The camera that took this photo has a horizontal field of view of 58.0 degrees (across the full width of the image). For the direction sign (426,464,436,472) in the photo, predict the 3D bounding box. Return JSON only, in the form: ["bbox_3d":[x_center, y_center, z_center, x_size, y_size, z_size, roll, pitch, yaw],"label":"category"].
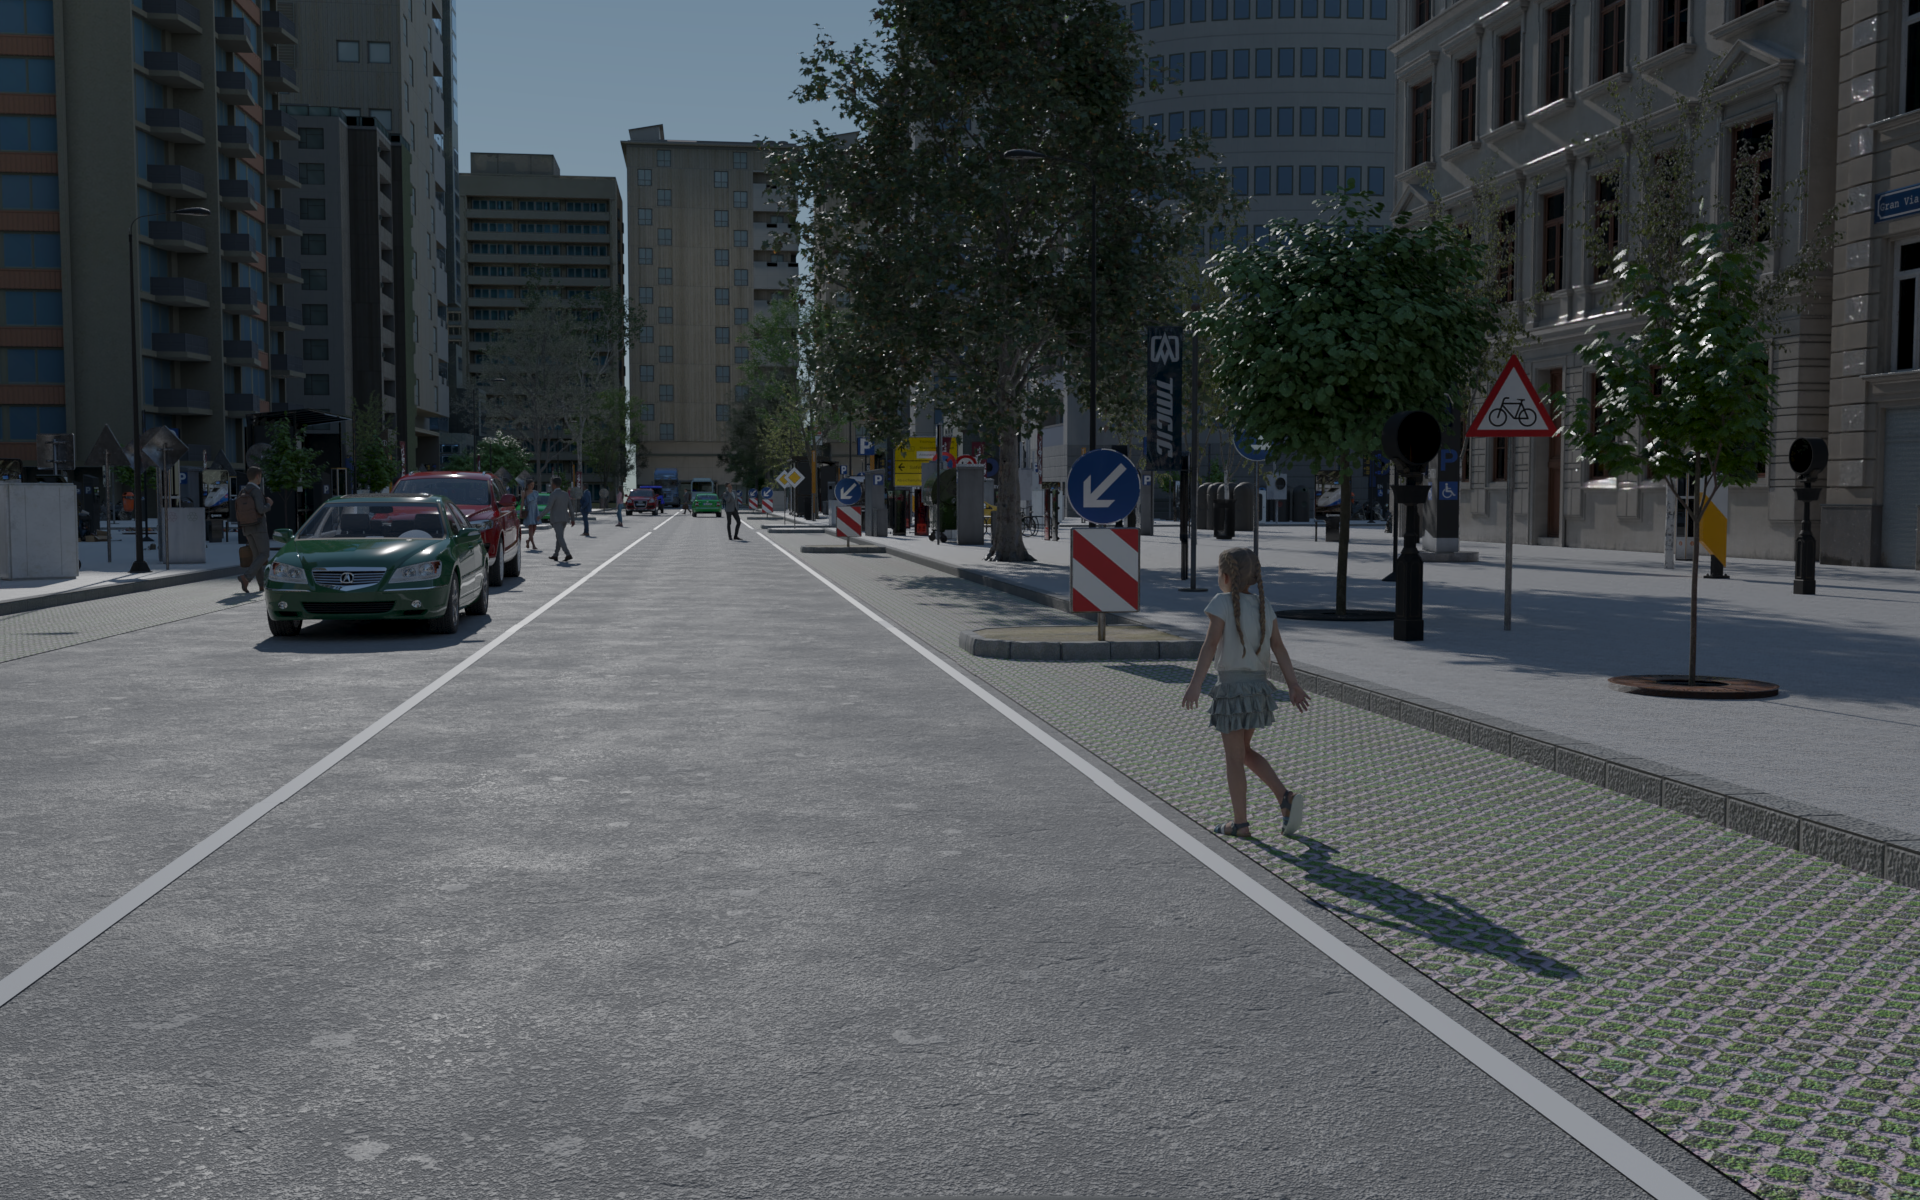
[{"bbox_3d":[-39.296,-8.366,128.774,0.379,3.537,0.876,3,4,38],"label":"direction sign"}]

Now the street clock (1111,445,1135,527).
[{"bbox_3d":[2.352,-1.287,25.608,0.358,2.002,0.471,1,4,8],"label":"street clock"}]

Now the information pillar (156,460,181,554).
[{"bbox_3d":[-15.258,-1.768,33.406,0.304,2.012,0.304,1,4,15],"label":"information pillar"}]

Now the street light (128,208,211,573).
[{"bbox_3d":[-12.852,-3.403,28.177,1.470,5.913,1.316,-1,4,-8],"label":"street light"}]

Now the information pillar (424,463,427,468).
[{"bbox_3d":[-40.602,-8.561,131.334,0.504,3.616,0.183,2,4,26],"label":"information pillar"}]

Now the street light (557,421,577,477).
[{"bbox_3d":[-25.016,-8.419,110.197,1.470,5.913,1.316,-1,4,-8],"label":"street light"}]

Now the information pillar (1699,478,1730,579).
[{"bbox_3d":[11.422,-2.130,26.181,0.504,3.616,0.183,-1,4,-21],"label":"information pillar"}]

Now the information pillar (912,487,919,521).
[{"bbox_3d":[-2.163,-5.641,83.581,0.504,3.616,0.183,-3,4,-38],"label":"information pillar"}]

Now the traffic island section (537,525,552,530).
[{"bbox_3d":[-17.681,-2.943,70.396,2.009,0.180,2.903,-1,4,-8],"label":"traffic island section"}]

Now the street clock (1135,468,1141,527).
[{"bbox_3d":[4.755,-2.654,47.961,0.471,2.002,0.358,3,5,45],"label":"street clock"}]

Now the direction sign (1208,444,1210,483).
[{"bbox_3d":[11.251,-5.274,78.219,0.379,3.537,0.876,0,4,4],"label":"direction sign"}]

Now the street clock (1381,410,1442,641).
[{"bbox_3d":[3.931,-0.645,15.120,0.471,2.002,0.358,-1,4,-21],"label":"street clock"}]

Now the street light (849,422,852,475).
[{"bbox_3d":[-4.558,-5.561,63.471,1.470,5.913,1.316,-1,4,-8],"label":"street light"}]

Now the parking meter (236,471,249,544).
[{"bbox_3d":[-18.339,-2.372,44.485,0.399,1.863,0.255,-1,4,-13],"label":"parking meter"}]

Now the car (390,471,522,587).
[{"bbox_3d":[-8.370,-1.202,28.325,2.281,1.827,5.304,-1,4,-9],"label":"car"}]

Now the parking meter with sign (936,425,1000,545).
[{"bbox_3d":[0.276,-2.903,43.726,1.738,3.016,0.543,0,4,-5],"label":"parking meter with sign"}]

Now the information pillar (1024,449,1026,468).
[{"bbox_3d":[3.422,-6.041,90.122,0.183,3.616,0.504,2,4,34],"label":"information pillar"}]

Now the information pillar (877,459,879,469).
[{"bbox_3d":[-5.459,-7.588,115.415,0.183,3.616,0.504,-1,4,-8],"label":"information pillar"}]

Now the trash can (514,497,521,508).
[{"bbox_3d":[-24.580,-5.177,96.292,0.748,1.137,0.748,0,3,0],"label":"trash can"}]

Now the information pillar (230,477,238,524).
[{"bbox_3d":[-30.642,-4.199,73.150,0.304,2.012,0.304,-1,4,-14],"label":"information pillar"}]

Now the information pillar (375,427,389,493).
[{"bbox_3d":[-20.244,-4.242,60.713,0.183,3.616,0.504,3,5,43],"label":"information pillar"}]

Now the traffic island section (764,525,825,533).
[{"bbox_3d":[-6.085,-2.553,64.026,2.009,0.180,2.903,-1,4,-8],"label":"traffic island section"}]

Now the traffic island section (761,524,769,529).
[{"bbox_3d":[-7.252,-3.036,71.926,2.009,0.180,2.903,-1,4,-8],"label":"traffic island section"}]

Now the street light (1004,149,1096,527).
[{"bbox_3d":[1.284,-3.122,23.589,1.470,5.913,1.316,-1,4,-8],"label":"street light"}]

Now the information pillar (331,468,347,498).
[{"bbox_3d":[-17.508,-2.715,48.879,0.304,2.012,0.304,3,4,38],"label":"information pillar"}]

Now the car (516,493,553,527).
[{"bbox_3d":[-18.332,-4.064,75.247,1.959,1.807,4.718,-1,4,-9],"label":"car"}]

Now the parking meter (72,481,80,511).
[{"bbox_3d":[-38.590,-4.285,75.771,0.399,1.863,0.255,-2,4,-31],"label":"parking meter"}]

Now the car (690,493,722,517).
[{"bbox_3d":[-15.858,-6.088,108.327,1.959,1.807,4.718,-1,4,-10],"label":"car"}]

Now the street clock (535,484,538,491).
[{"bbox_3d":[-31.931,-7.717,130.747,0.358,2.002,0.471,-2,4,-25],"label":"street clock"}]

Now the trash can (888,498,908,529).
[{"bbox_3d":[-2.265,-3.141,63.012,0.748,1.137,0.748,0,3,0],"label":"trash can"}]

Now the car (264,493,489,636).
[{"bbox_3d":[-6.304,-0.446,19.084,2.131,1.459,4.920,-1,4,-9],"label":"car"}]

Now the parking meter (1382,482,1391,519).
[{"bbox_3d":[21.112,-4.892,85.693,0.399,1.863,0.255,-3,4,-38],"label":"parking meter"}]

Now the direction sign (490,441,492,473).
[{"bbox_3d":[-20.305,-5.076,74.985,0.379,3.537,0.876,-1,4,-15],"label":"direction sign"}]

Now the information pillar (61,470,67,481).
[{"bbox_3d":[-43.170,-5.634,83.475,0.183,3.616,0.504,0,4,-4],"label":"information pillar"}]

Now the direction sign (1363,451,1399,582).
[{"bbox_3d":[6.401,-2.042,25.384,0.876,3.537,0.379,3,5,43],"label":"direction sign"}]

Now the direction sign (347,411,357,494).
[{"bbox_3d":[-16.701,-3.414,47.815,0.379,3.537,0.876,-1,4,-16],"label":"direction sign"}]

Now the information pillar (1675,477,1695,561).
[{"bbox_3d":[13.965,-1.758,33.232,0.304,2.012,0.304,-1,4,-18],"label":"information pillar"}]

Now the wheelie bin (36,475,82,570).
[{"bbox_3d":[-14.904,-1.255,28.435,0.980,1.594,0.693,2,4,25],"label":"wheelie bin"}]

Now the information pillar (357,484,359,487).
[{"bbox_3d":[-33.078,-5.547,95.180,0.304,2.012,0.304,-1,4,-15],"label":"information pillar"}]

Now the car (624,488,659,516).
[{"bbox_3d":[-21.485,-6.628,117.042,2.281,1.827,5.304,0,4,-8],"label":"car"}]

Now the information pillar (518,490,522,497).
[{"bbox_3d":[-33.992,-7.909,133.798,0.304,2.012,0.304,-1,4,-9],"label":"information pillar"}]

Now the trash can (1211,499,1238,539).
[{"bbox_3d":[7.502,-2.293,49.142,0.748,1.137,0.748,0,3,0],"label":"trash can"}]

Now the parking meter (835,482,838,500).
[{"bbox_3d":[-5.613,-4.598,80.885,0.255,1.863,0.399,3,5,43],"label":"parking meter"}]

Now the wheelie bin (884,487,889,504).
[{"bbox_3d":[-3.329,-4.221,76.914,0.693,1.594,0.980,-1,4,-15],"label":"wheelie bin"}]

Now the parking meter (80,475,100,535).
[{"bbox_3d":[-26.080,-2.833,52.037,0.399,1.863,0.255,1,4,14],"label":"parking meter"}]

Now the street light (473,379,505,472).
[{"bbox_3d":[-19.045,-5.958,69.952,1.470,5.913,1.316,-1,4,-8],"label":"street light"}]

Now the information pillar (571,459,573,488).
[{"bbox_3d":[-26.113,-7.665,116.678,0.183,3.616,0.504,-1,4,-8],"label":"information pillar"}]

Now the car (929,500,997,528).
[{"bbox_3d":[0.366,-3.613,69.289,3.980,1.641,2.015,0,4,-7],"label":"car"}]

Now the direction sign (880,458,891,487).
[{"bbox_3d":[-4.643,-7.142,108.766,0.876,3.537,0.379,2,4,28],"label":"direction sign"}]

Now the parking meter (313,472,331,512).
[{"bbox_3d":[-15.878,-2.290,43.151,0.255,1.863,0.399,1,4,16],"label":"parking meter"}]

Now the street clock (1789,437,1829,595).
[{"bbox_3d":[10.810,-1.073,22.113,0.358,2.002,0.471,-1,4,-11],"label":"street clock"}]

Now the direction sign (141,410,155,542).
[{"bbox_3d":[-22.028,-3.353,46.813,0.379,3.537,0.876,-2,4,-30],"label":"direction sign"}]

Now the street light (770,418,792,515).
[{"bbox_3d":[-10.913,-8.175,106.207,1.470,5.913,1.316,-1,4,-8],"label":"street light"}]

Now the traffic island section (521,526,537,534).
[{"bbox_3d":[-16.515,-2.460,62.497,2.009,0.180,2.903,-1,4,-8],"label":"traffic island section"}]

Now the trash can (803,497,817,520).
[{"bbox_3d":[-7.321,-4.467,84.682,0.748,1.137,0.748,0,3,0],"label":"trash can"}]
